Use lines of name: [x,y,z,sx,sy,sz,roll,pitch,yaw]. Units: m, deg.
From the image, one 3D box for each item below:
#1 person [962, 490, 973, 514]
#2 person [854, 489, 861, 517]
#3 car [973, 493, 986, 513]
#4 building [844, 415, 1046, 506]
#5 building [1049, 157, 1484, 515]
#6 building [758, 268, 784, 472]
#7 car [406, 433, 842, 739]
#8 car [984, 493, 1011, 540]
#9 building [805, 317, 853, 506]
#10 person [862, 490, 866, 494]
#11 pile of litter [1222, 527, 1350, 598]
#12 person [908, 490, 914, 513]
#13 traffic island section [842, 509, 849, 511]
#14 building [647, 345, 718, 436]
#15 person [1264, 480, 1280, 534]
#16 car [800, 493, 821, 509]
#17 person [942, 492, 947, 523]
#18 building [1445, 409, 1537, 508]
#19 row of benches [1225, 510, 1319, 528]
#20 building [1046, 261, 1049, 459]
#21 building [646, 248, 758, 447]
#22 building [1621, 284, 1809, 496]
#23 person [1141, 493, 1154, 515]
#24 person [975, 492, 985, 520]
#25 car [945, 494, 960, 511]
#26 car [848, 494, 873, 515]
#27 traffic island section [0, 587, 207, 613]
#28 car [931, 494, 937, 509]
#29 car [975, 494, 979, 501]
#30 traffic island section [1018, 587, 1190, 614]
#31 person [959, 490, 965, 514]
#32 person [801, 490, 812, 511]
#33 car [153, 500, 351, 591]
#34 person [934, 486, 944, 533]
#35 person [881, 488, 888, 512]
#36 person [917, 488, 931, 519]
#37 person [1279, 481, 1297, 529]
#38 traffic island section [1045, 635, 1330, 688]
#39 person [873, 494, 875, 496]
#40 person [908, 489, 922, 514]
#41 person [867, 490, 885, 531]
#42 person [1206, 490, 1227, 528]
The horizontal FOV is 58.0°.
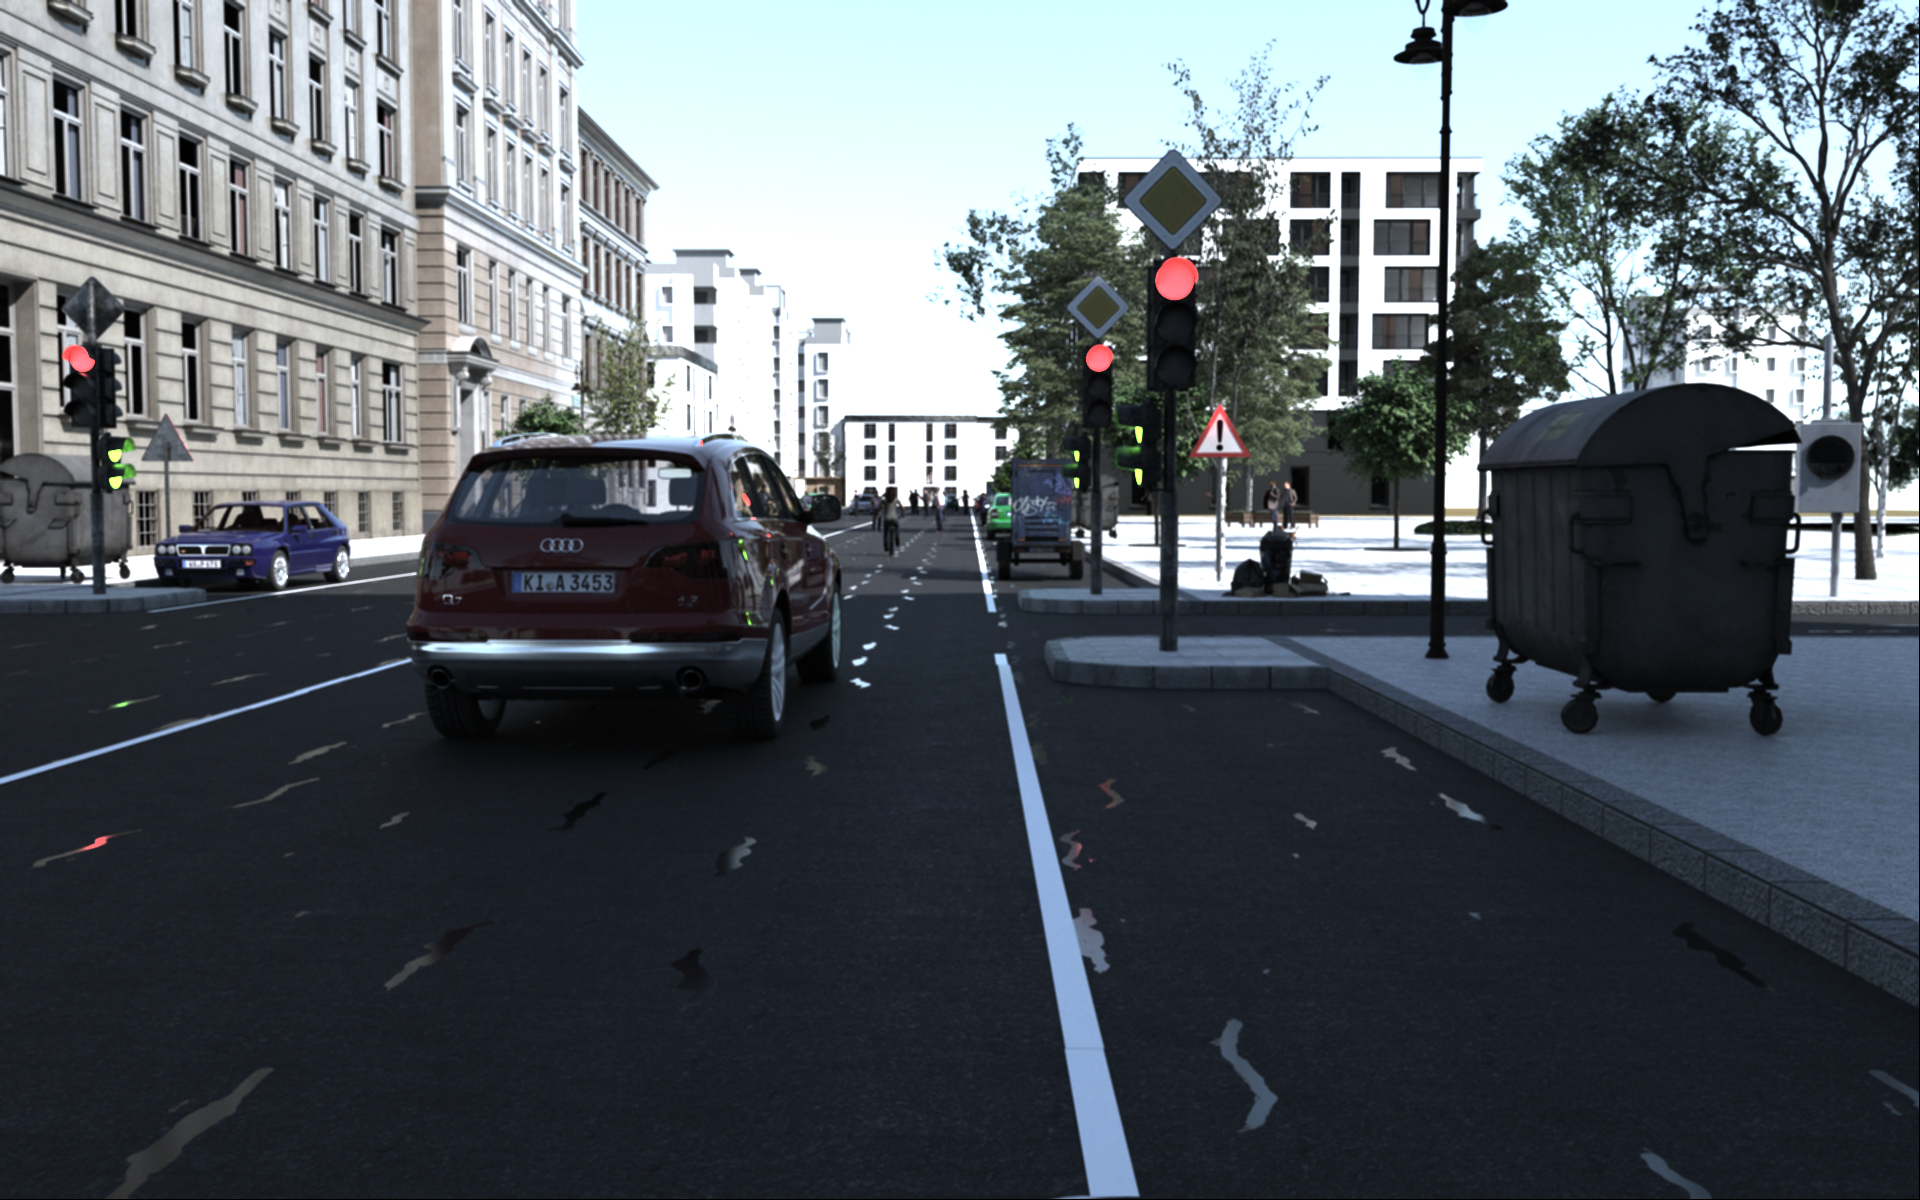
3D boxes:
person: [0.507,-7.005,123.755,0.721,1.743,1.217,3,4,37]
person: [-6.459,-6.151,109.873,0.742,1.727,0.445,3,5,42]
car: [2.092,-7.716,135.191,2.155,1.783,4.494,0,4,-1]
building: [1.762,-15.055,188.291,28.070,9.664,9.099,0,4,0]
building: [21.198,-16.980,121.594,27.936,21.610,32.646,0,4,0]
building: [-23.401,-17.508,142.679,16.016,20.091,11.380,0,4,0]
car: [-2.004,-0.185,11.693,2.281,1.827,5.304,0,4,2]
car: [1.754,-2.837,55.173,1.959,1.807,4.718,0,4,1]
building: [-17.947,-20.509,191.748,11.380,20.091,16.016,0,4,0]
person: [-7.532,-7.933,138.655,0.568,1.767,0.683,3,5,42]
pile of litter: [4.141,-0.486,21.909,1.719,0.858,1.176,0,4,1]
person: [-3.736,-7.555,132.465,0.568,1.767,0.683,-3,5,-41]
traffic island section: [-10.177,-7.871,151.563,1.991,0.108,1.994,0,4,0]
building: [-20.153,-10.380,111.866,9.099,9.664,28.070,0,4,0]
person: [9.707,-2.882,53.989,0.431,1.722,0.655,0,4,-1]
car: [-7.637,-5.026,90.968,1.959,1.807,4.718,0,4,0]
person: [-0.862,-4.525,84.701,0.499,1.552,0.429,0,4,-3]
building: [50.034,-13.708,166.265,28.070,9.664,9.099,0,4,0]
row of benches: [11.908,-3.116,66.403,4.104,0.672,1.422,3,5,40]
building: [21.443,-18.973,154.178,27.936,21.610,32.646,0,4,0]
building: [-24.257,-16.814,131.324,16.016,20.091,11.380,0,4,0]
building: [70.286,-18.741,162.830,11.380,20.091,16.016,0,4,0]
person: [11.406,-6.032,104.799,0.705,1.807,1.348,3,4,38]
person: [1.119,-5.102,94.295,0.546,1.535,0.453,-1,4,-10]
car: [-1.032,-8.377,148.763,2.131,1.459,4.920,0,4,-2]
car: [-6.730,-6.649,120.708,2.014,1.417,4.499,0,4,1]
traffic island section: [-11.074,0.001,22.259,2.009,0.180,2.903,0,4,0]
car: [-1.887,-9.705,170.673,2.014,1.417,4.499,0,4,1]
car: [2.257,-9.243,159.912,1.959,1.807,4.718,0,4,1]
traffic island section: [1.768,0.005,22.197,2.009,0.180,2.903,0,4,0]
person: [0.178,-7.161,126.108,0.750,1.759,0.617,1,4,16]
person: [-6.045,-3.523,68.170,0.516,1.574,0.319,2,4,31]
car: [-10.866,-0.869,26.789,1.945,1.354,3.894,0,4,1]
person: [-0.809,-3.312,63.589,0.436,1.711,0.756,1,4,16]
person: [-4.141,-5.544,99.286,1.348,1.807,0.705,1,4,18]
person: [-2.113,-5.610,100.756,0.750,1.759,0.617,-1,4,-16]
person: [11.772,-3.438,62.791,0.750,1.759,0.617,-3,5,-40]
traffic island section: [1.732,0.494,14.212,2.009,0.180,2.903,0,4,0]
person: [-8.600,-10.026,173.207,1.217,1.735,0.721,2,4,32]
person: [-3.130,-7.017,123.362,1.348,1.807,0.705,2,4,27]
person: [-3.211,-3.441,66.719,0.963,1.587,0.435,-2,4,-23]
person: [8.780,-3.232,59.410,0.750,1.759,0.617,1,4,11]
